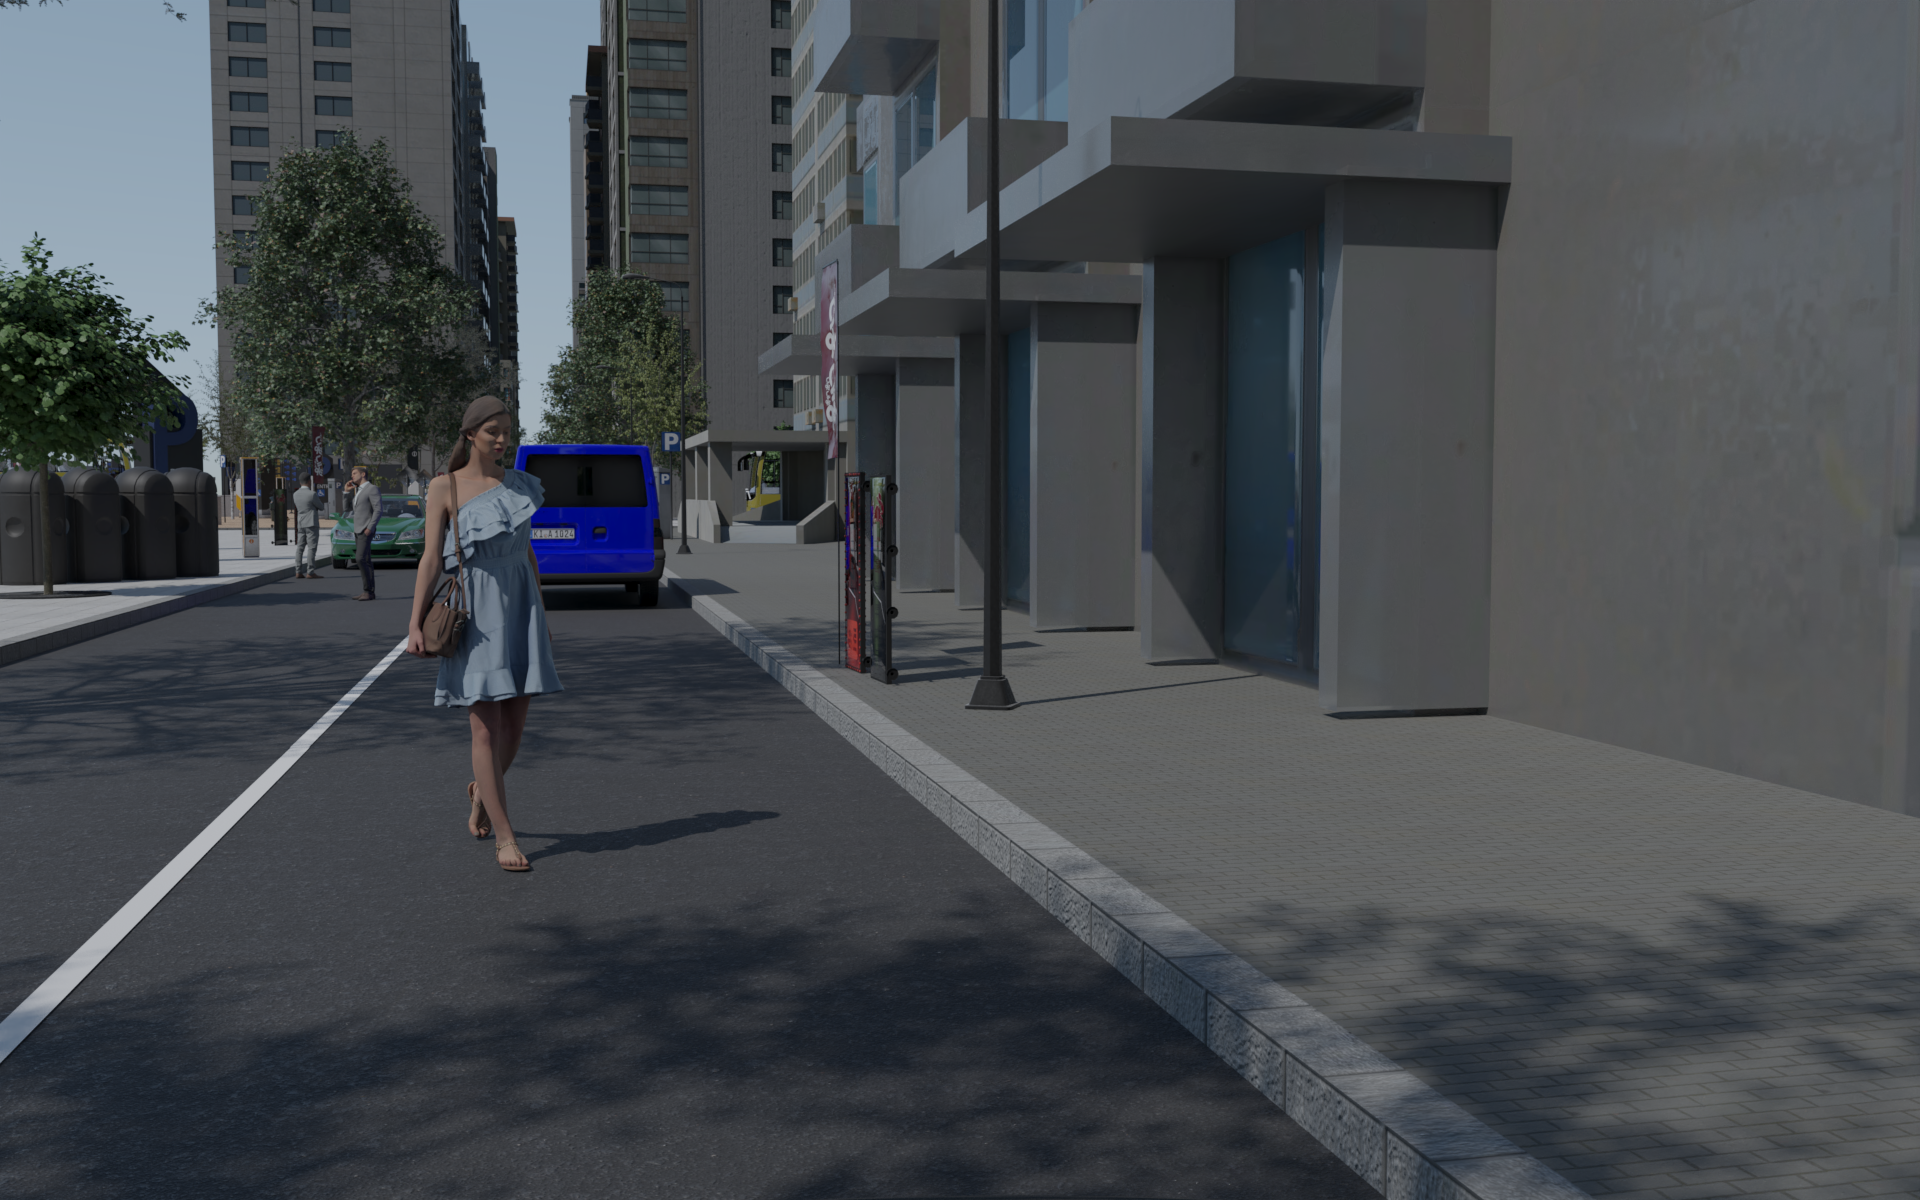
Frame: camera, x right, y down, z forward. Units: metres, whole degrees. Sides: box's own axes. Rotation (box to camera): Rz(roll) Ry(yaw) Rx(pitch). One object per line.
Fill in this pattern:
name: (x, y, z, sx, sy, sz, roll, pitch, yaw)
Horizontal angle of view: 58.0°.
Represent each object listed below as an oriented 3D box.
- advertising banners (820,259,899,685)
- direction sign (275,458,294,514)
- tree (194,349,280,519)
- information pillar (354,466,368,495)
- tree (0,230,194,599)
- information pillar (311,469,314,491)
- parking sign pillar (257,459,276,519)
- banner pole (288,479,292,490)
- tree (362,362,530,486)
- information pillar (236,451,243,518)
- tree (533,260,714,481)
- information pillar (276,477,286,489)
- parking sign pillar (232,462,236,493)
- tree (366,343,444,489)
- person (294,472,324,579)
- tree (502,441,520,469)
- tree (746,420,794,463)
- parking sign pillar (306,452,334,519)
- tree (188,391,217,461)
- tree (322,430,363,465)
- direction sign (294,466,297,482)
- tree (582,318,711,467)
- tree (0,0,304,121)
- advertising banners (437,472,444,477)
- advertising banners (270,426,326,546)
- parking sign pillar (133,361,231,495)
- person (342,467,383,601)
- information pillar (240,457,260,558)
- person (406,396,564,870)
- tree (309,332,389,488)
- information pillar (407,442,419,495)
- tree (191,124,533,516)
advertising banners: (-0.754, -0.996, 12.470, 0.090, 3.025, 2.074, -1, 4, -17)
direction sign: (-42.248, -7.097, 108.032, 0.876, 3.537, 0.379, -1, 4, -9)
tree: (-36.879, -8.388, 87.505, 4.360, 8.622, 3.978, 0, 3, 0)
information pillar: (-15.912, -2.544, 46.086, 0.304, 2.012, 0.304, -1, 4, -9)
tree: (-11.550, -2.323, 21.695, 4.285, 4.588, 4.351, 0, 3, 0)
information pillar: (-29.679, -5.385, 79.392, 0.183, 3.616, 0.504, -1, 4, -16)
parking sign pillar: (-36.595, -6.282, 91.189, 1.447, 3.967, 1.447, 1, 4, 12)
banner pole: (-49.898, -8.500, 128.992, 0.401, 3.779, 0.863, 0, 4, -2)
tree: (-32.760, -10.941, 113.303, 8.767, 10.594, 7.601, 1, 4, 18)
information pillar: (-39.145, -6.292, 94.231, 0.504, 3.616, 0.183, 1, 4, 9)
tree: (-16.449, -10.272, 84.947, 9.611, 12.733, 9.660, 0, 3, 0)
information pillar: (-29.605, -4.346, 75.554, 0.304, 2.012, 0.304, 0, 4, 1)
parking sign pillar: (-51.894, -8.280, 123.850, 1.447, 3.967, 1.447, 2, 4, 33)
tree: (-26.234, -8.108, 82.932, 4.360, 8.622, 3.978, 0, 3, 0)
person: (-11.047, -1.270, 29.442, 0.511, 1.800, 0.466, 1, 4, 11)
tree: (-54.335, -15.835, 209.264, 4.360, 8.622, 3.978, 0, 3, 0)
tree: (-7.808, -5.693, 76.797, 4.285, 4.588, 4.351, 0, 3, 0)
parking sign pillar: (-32.511, -6.088, 88.009, 1.447, 3.967, 1.447, -2, 4, -25)
tree: (-53.680, -10.355, 119.663, 4.737, 8.622, 4.395, 0, 3, 0)
tree: (-42.277, -11.635, 124.651, 8.767, 10.594, 7.601, -1, 4, -11)
direction sign: (-43.731, -7.413, 113.198, 0.876, 3.537, 0.379, 1, 4, 16)
tree: (-12.981, -7.543, 73.689, 4.737, 8.622, 4.395, 0, 3, 0)
tree: (-8.672, -6.031, 8.972, 12.009, 13.543, 11.850, 0, 3, 0)
advertising banners: (-40.517, -8.667, 137.898, 2.074, 3.025, 0.090, 0, 4, -7)
advertising banners: (-16.692, -2.910, 43.773, 0.090, 3.025, 2.074, 1, 4, 19)
parking sign pillar: (-15.018, -2.716, 32.880, 1.447, 3.967, 1.447, 1, 4, 21)
person: (-8.079, -0.902, 23.430, 0.473, 1.802, 0.592, -2, 4, -28)
information pillar: (-14.288, -1.856, 34.845, 0.304, 2.012, 0.304, -2, 4, -28)
person: (-1.888, 0.110, 6.803, 0.616, 1.811, 0.778, -2, 4, -32)
tree: (-25.469, -7.441, 72.019, 4.737, 8.622, 4.395, 0, 3, 0)
information pillar: (-24.328, -5.245, 77.106, 0.504, 3.616, 0.183, 0, 4, -6)
tree: (-19.171, -8.392, 54.220, 9.611, 12.733, 9.660, 0, 3, 0)
